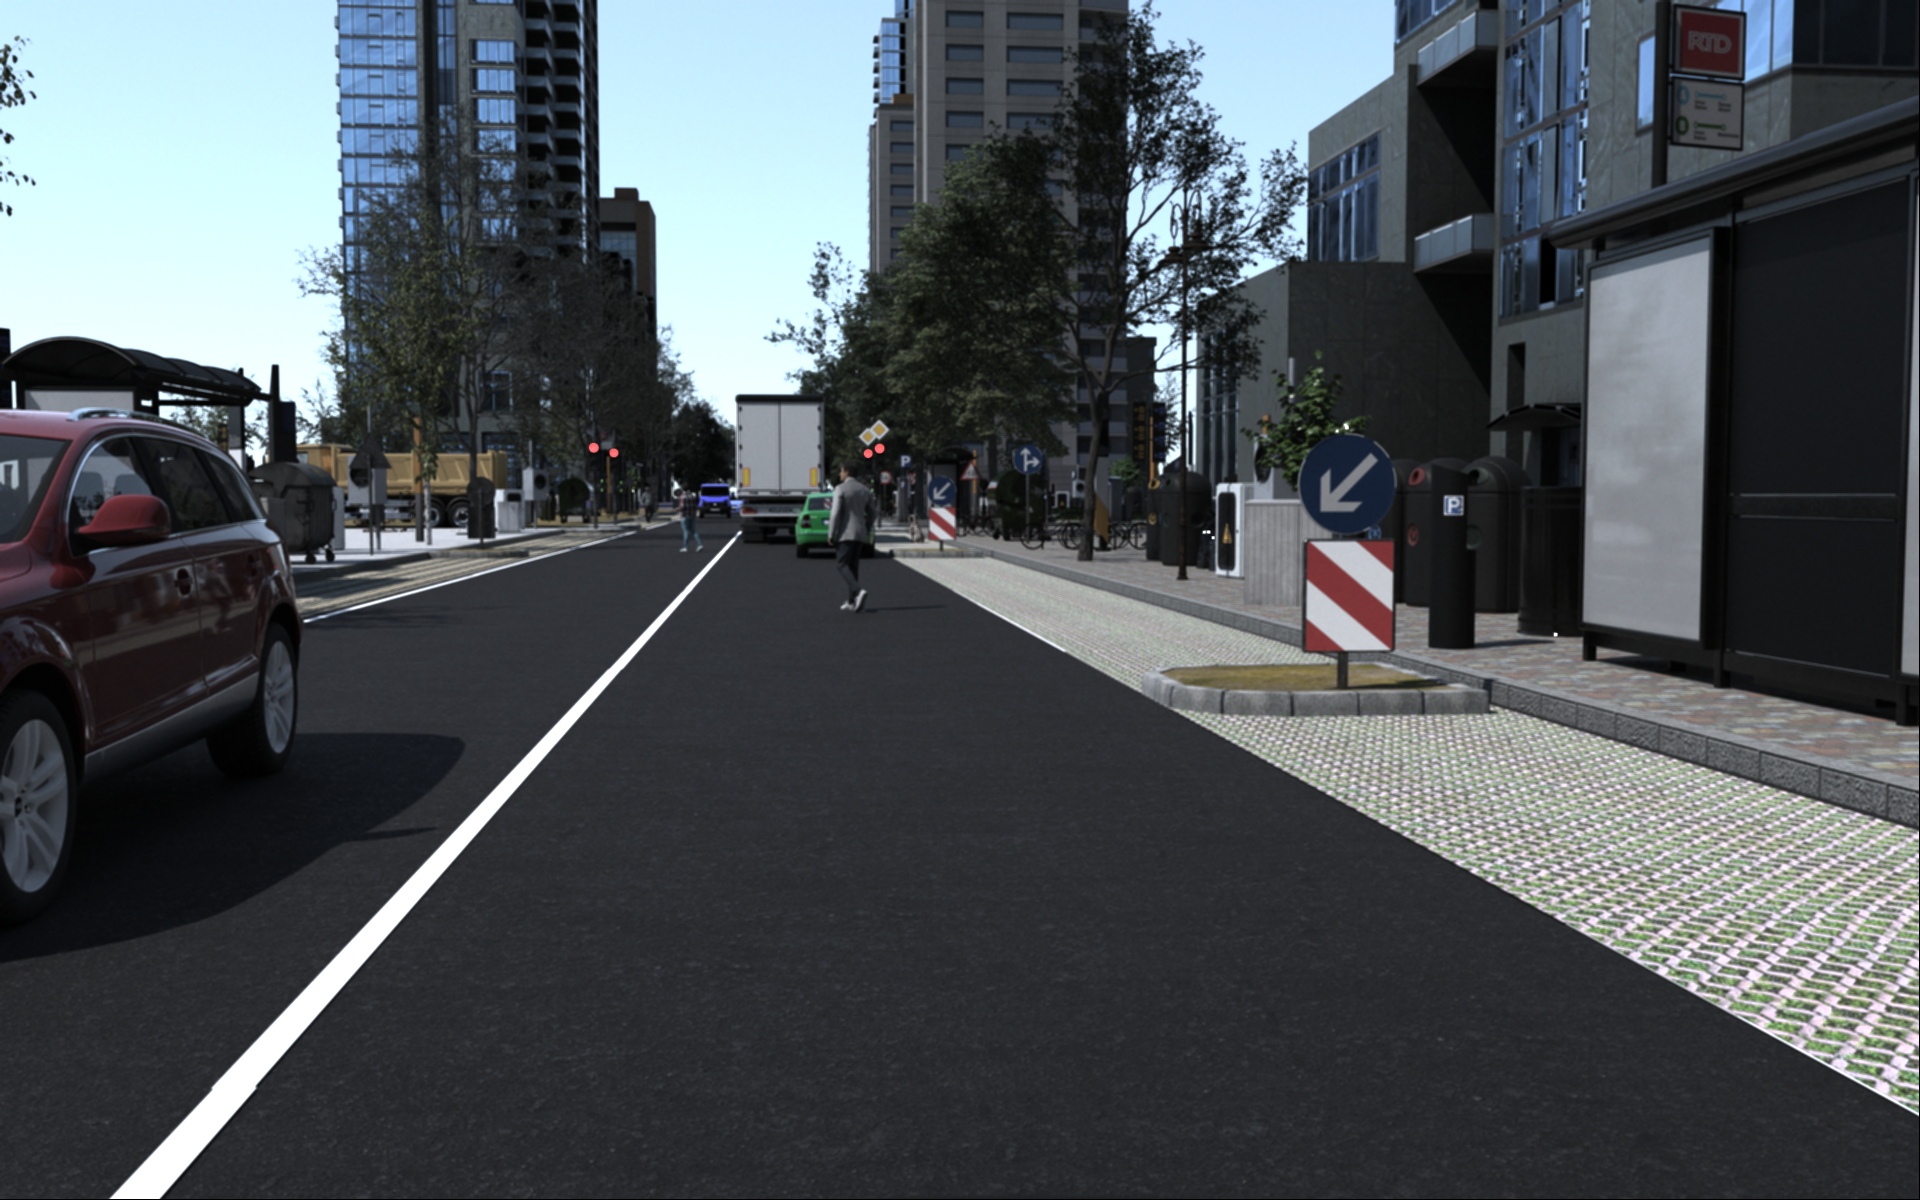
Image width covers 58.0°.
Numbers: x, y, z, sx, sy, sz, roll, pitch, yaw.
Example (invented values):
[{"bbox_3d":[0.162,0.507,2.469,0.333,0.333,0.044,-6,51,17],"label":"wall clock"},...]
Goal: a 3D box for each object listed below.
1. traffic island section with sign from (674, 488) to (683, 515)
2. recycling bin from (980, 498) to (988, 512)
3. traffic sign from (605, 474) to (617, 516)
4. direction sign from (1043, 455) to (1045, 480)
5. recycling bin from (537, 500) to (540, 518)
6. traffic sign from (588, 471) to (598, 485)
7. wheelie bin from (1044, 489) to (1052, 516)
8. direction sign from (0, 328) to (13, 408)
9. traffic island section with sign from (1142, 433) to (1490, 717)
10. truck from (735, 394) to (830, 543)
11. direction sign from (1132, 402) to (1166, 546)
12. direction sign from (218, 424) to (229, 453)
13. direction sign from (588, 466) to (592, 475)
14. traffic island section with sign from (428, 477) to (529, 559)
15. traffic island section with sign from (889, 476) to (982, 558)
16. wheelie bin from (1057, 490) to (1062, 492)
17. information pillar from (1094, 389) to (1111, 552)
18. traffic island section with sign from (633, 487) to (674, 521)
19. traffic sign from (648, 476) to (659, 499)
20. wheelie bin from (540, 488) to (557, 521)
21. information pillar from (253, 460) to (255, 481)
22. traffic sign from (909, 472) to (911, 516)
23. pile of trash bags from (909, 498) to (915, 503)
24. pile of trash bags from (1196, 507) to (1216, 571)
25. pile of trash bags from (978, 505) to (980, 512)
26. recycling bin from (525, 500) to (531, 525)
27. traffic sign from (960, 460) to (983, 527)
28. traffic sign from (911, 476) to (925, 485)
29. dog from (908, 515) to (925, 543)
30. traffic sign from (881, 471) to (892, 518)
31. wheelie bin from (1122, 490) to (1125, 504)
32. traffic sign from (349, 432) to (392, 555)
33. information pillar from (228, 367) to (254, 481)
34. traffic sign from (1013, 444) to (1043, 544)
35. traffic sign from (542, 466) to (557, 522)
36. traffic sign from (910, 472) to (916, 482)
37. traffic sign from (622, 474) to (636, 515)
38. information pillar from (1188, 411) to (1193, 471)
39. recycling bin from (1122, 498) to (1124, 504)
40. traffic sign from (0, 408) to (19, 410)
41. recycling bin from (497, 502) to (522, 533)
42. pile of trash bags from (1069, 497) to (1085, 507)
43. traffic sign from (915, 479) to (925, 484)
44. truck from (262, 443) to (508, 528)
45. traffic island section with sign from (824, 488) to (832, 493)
[{"bbox_3d":[-19.589,-6.875,121.026,1.989,1.847,2.006,0,4,-6],"label":"traffic island section with sign"},{"bbox_3d":[1.795,-6.591,120.318,0.722,1.027,0.722,1,4,17],"label":"recycling bin"},{"bbox_3d":[-20.091,-6.102,99.866,0.768,2.556,0.104,0,4,2],"label":"traffic sign"},{"bbox_3d":[4.496,-6.553,99.144,0.876,3.537,0.379,-2,4,-28],"label":"direction sign"},{"bbox_3d":[-23.406,-5.013,94.517,0.722,1.027,0.722,2,4,30],"label":"recycling bin"},{"bbox_3d":[-20.005,-5.798,94.909,0.768,2.556,0.104,0,4,0],"label":"traffic sign"},{"bbox_3d":[5.092,-5.774,102.316,0.693,1.594,0.980,-1,4,-16],"label":"wheelie bin"},{"bbox_3d":[-13.105,-1.919,23.372,0.379,3.537,0.876,1,4,13],"label":"direction sign"},{"bbox_3d":[2.333,-0.208,12.025,1.989,1.847,2.006,0,4,-6],"label":"traffic island section with sign"},{"bbox_3d":[-5.481,-3.993,54.200,2.839,4.237,11.283,0,4,-4],"label":"truck"},{"bbox_3d":[4.655,-3.101,42.698,0.876,3.537,0.379,-1,4,-17],"label":"direction sign"},{"bbox_3d":[-23.509,-3.907,55.876,0.876,3.537,0.379,1,4,12],"label":"direction sign"},{"bbox_3d":[-29.539,-8.945,138.245,0.876,3.537,0.379,1,4,9],"label":"direction sign"},{"bbox_3d":[-10.839,-1.867,39.158,1.989,1.847,2.006,0,4,-6],"label":"traffic island section with sign"},{"bbox_3d":[-0.592,-1.880,39.369,1.989,1.847,2.006,0,4,-6],"label":"traffic island section with sign"},{"bbox_3d":[7.579,-7.571,131.693,0.693,1.594,0.980,-1,4,-16],"label":"wheelie bin"},{"bbox_3d":[3.147,-2.893,38.653,0.183,3.616,0.504,3,5,43],"label":"information pillar"},{"bbox_3d":[-16.707,-5.219,93.965,1.989,1.847,2.006,0,4,-6],"label":"traffic island section with sign"},{"bbox_3d":[-21.640,-7.479,122.394,0.768,2.556,0.104,0,4,2],"label":"traffic sign"},{"bbox_3d":[-19.852,-4.624,83.508,0.693,1.594,0.980,-3,5,-43],"label":"wheelie bin"},{"bbox_3d":[-41.239,-6.686,100.674,0.504,3.616,0.183,-2,4,-30],"label":"information pillar"},{"bbox_3d":[-2.912,-6.215,101.617,0.884,2.594,0.081,0,4,-2],"label":"traffic sign"},{"bbox_3d":[-4.575,-7.848,138.062,3.447,1.369,1.912,0,4,-3],"label":"pile of trash bags"},{"bbox_3d":[5.737,-1.199,29.361,3.447,1.369,1.912,1,4,9],"label":"pile of trash bags"},{"bbox_3d":[2.841,-7.238,128.096,1.912,1.369,3.447,2,4,31],"label":"pile of trash bags"},{"bbox_3d":[-18.374,-3.649,72.222,0.722,1.027,0.722,3,5,39],"label":"recycling bin"},{"bbox_3d":[0.424,-4.011,65.579,0.884,2.594,0.081,0,4,3],"label":"traffic sign"},{"bbox_3d":[-2.439,-6.096,99.669,0.884,2.594,0.081,0,4,-1],"label":"traffic sign"},{"bbox_3d":[-1.286,-2.056,50.444,0.513,0.831,0.800,0,4,3],"label":"dog"},{"bbox_3d":[-4.012,-5.646,92.414,0.768,2.556,0.104,0,4,2],"label":"traffic sign"},{"bbox_3d":[12.140,-7.443,129.601,0.980,1.594,0.693,0,4,-1],"label":"wheelie bin"},{"bbox_3d":[-12.341,-2.218,36.260,0.884,2.594,0.081,0,4,-3],"label":"traffic sign"},{"bbox_3d":[-13.454,-2.503,32.272,0.504,3.616,0.183,3,5,40],"label":"information pillar"},{"bbox_3d":[1.749,-2.718,44.550,0.768,2.556,0.104,0,4,3],"label":"traffic sign"},{"bbox_3d":[-18.852,-4.852,79.437,0.768,2.556,0.104,0,4,2],"label":"traffic sign"},{"bbox_3d":[-2.530,-6.132,100.357,0.768,2.556,0.104,0,4,-1],"label":"traffic sign"},{"bbox_3d":[-20.261,-6.492,106.148,0.884,2.594,0.081,0,4,-5],"label":"traffic sign"},{"bbox_3d":[6.550,-3.540,49.232,0.183,3.616,0.504,1,4,14],"label":"information pillar"},{"bbox_3d":[11.359,-6.850,124.556,0.722,1.027,0.722,1,4,17],"label":"recycling bin"},{"bbox_3d":[-11.498,-1.133,20.648,0.606,2.300,0.079,0,4,-6],"label":"traffic sign"},{"bbox_3d":[-14.960,-2.749,57.496,0.722,1.027,0.722,-1,4,-10],"label":"recycling bin"},{"bbox_3d":[8.681,-6.818,121.228,1.912,1.369,3.447,-1,4,-19],"label":"pile of trash bags"},{"bbox_3d":[-2.160,-5.951,97.397,0.768,2.556,0.104,0,4,-1],"label":"traffic sign"},{"bbox_3d":[-22.770,-4.372,67.399,9.791,3.379,3.469,0,4,-4],"label":"truck"},{"bbox_3d":[-9.469,-6.958,122.387,1.989,1.847,2.006,0,4,-6],"label":"traffic island section with sign"}]
